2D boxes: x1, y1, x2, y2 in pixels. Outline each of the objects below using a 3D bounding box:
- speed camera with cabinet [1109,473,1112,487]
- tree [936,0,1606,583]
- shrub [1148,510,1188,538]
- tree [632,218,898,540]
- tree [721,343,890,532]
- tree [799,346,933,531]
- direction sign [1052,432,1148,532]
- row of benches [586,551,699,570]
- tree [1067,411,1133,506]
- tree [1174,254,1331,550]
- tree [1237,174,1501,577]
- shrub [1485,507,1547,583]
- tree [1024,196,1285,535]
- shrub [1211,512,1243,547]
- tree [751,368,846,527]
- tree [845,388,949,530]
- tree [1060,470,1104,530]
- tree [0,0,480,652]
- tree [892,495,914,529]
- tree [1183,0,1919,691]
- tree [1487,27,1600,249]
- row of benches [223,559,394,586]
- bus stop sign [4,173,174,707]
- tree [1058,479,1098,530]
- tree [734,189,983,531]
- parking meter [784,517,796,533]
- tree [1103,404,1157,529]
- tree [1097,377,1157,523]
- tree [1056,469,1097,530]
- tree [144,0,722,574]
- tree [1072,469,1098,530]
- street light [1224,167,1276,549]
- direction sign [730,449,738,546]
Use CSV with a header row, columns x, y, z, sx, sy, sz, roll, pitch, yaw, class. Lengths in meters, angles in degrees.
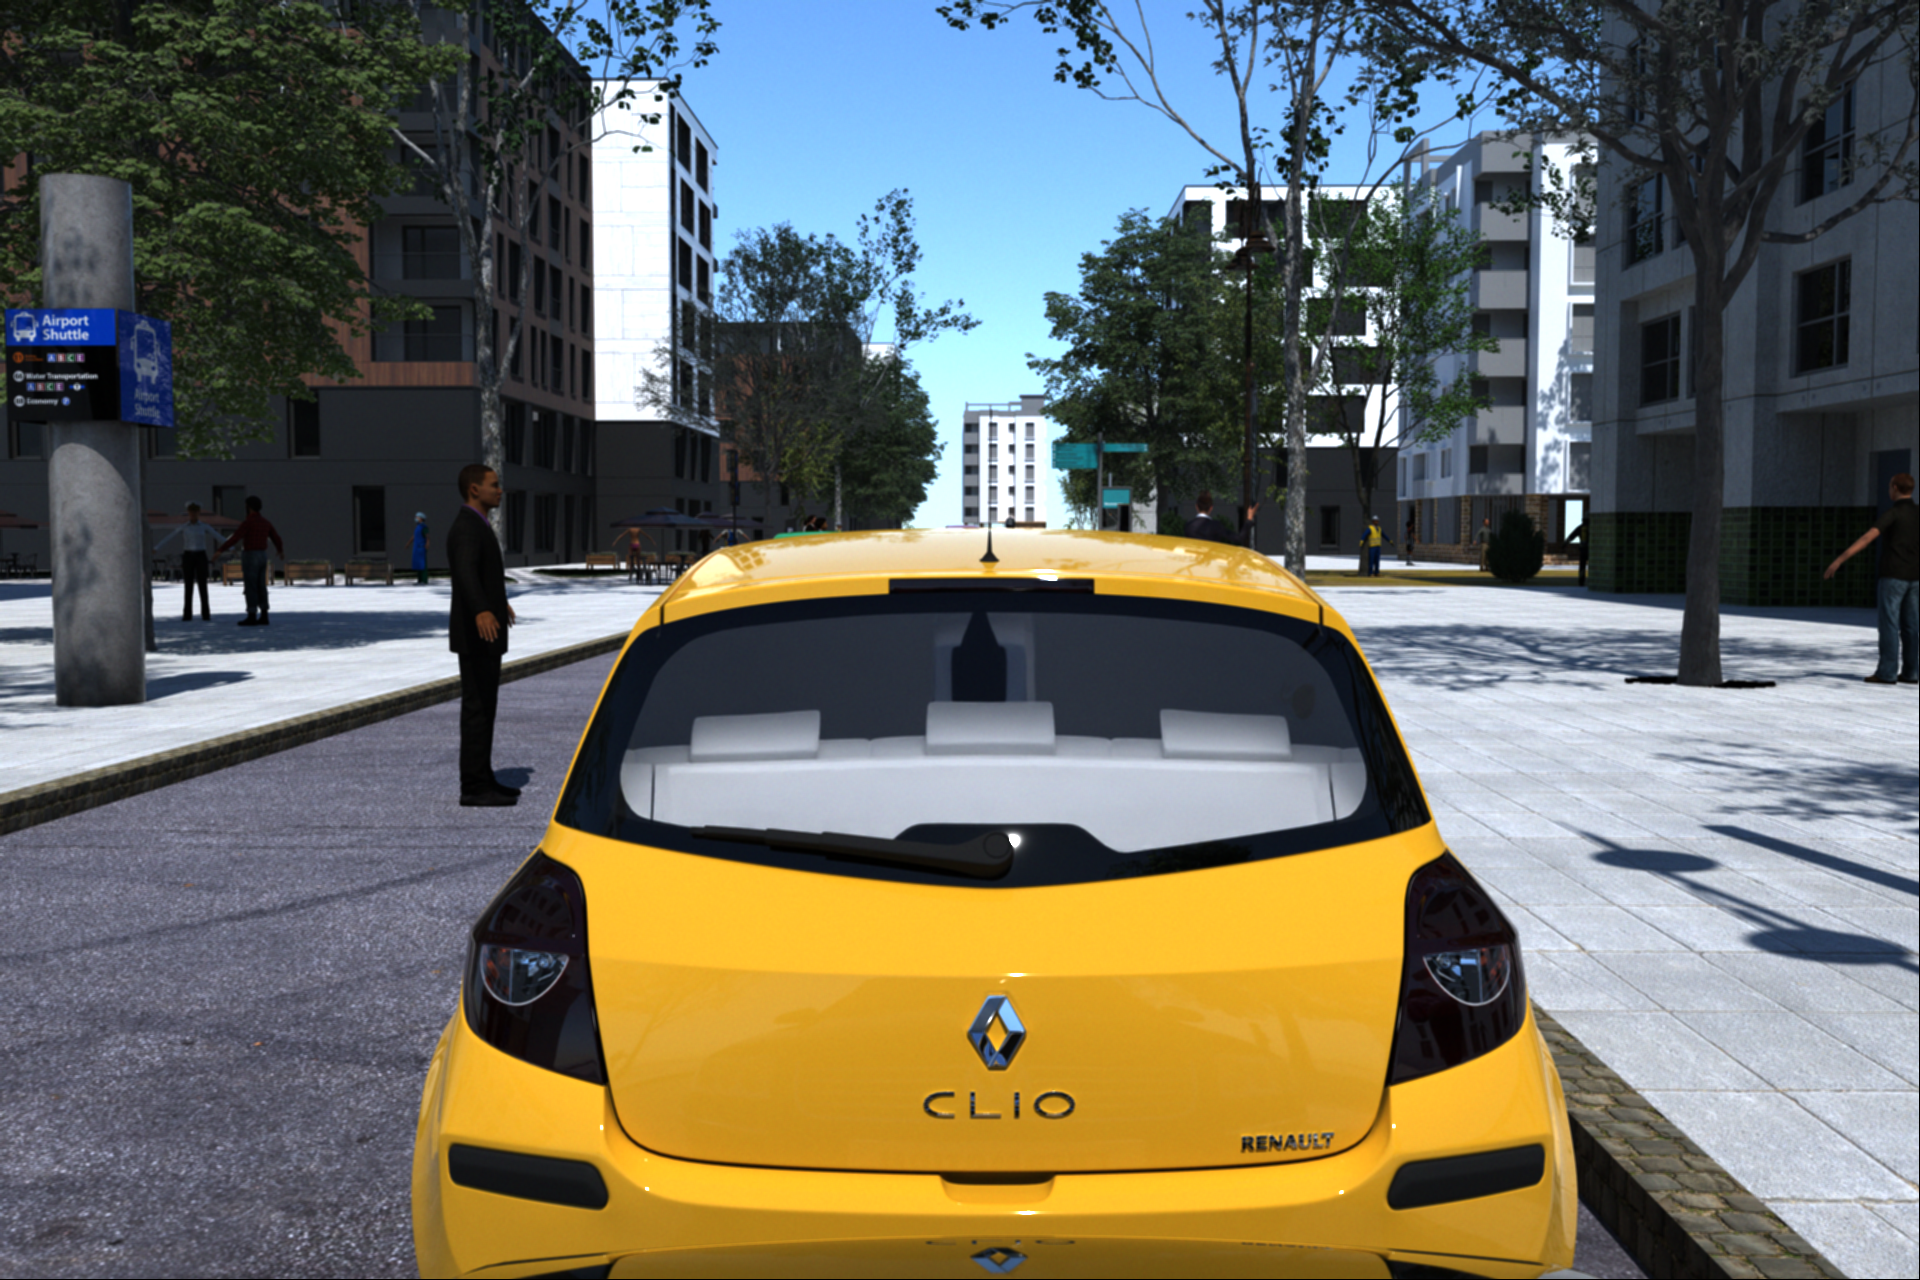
x,y,z,sx,sy,sz,roll,pitch,yaw,class
5.016,-3.733,55.371,0.660,3.252,2.038,0,4,2,speed camera with cabinet
5.651,-10.806,32.571,12.611,20.169,13.585,0,3,0,tree
6.209,-2.841,50.862,1.690,2.028,1.600,0,3,0,shrub
-7.540,-9.637,67.941,12.009,13.543,11.850,0,3,0,tree
-7.559,-9.156,84.110,8.767,10.594,7.601,0,4,0,tree
-6.483,-12.903,117.621,9.857,13.997,8.962,0,3,0,tree
3.684,-3.439,44.998,2.525,3.948,1.411,0,4,-1,direction sign
-11.261,-2.843,61.947,4.104,0.672,1.422,0,4,4,row of benches
8.360,-8.958,96.825,4.737,8.622,4.395,0,3,0,tree
7.620,-5.792,45.068,4.737,8.622,4.395,0,3,0,tree
12.053,-7.692,51.520,9.928,11.665,9.643,0,3,0,tree
14.672,-2.530,45.782,1.690,2.028,1.600,0,3,0,shrub
7.577,-9.716,65.516,9.857,13.997,8.962,0,3,0,tree
8.747,-3.286,58.152,1.690,2.028,1.600,0,3,0,shrub
-7.206,-7.717,76.529,4.737,8.622,4.395,0,3,0,tree
-5.693,-14.262,139.840,9.857,13.997,8.962,0,3,0,tree
9.241,-10.984,129.949,4.737,8.622,4.395,0,3,0,tree
-9.249,-6.170,19.012,7.486,12.596,7.792,0,3,0,tree
-5.486,-12.149,149.001,4.737,8.622,4.395,0,3,0,tree
6.281,-6.348,14.163,12.009,13.543,11.850,0,3,0,tree
25.562,-12.605,61.984,12.611,20.169,13.585,0,3,0,tree
-16.328,-1.698,43.222,4.104,0.672,1.422,-1,4,-9,row of benches
-6.518,-1.469,13.033,0.837,3.901,0.837,0,4,1,bus stop sign
18.409,-19.987,237.163,12.009,13.543,11.850,0,3,0,tree
-5.543,-14.598,94.565,12.611,20.169,13.585,0,3,0,tree
-5.957,-3.372,60.839,0.399,1.863,0.255,0,4,3,parking meter
8.118,-8.444,88.420,4.360,8.622,3.978,0,3,0,tree
8.003,-8.066,82.236,4.737,8.622,4.395,0,3,0,tree
9.713,-11.679,141.315,4.360,8.622,3.978,0,3,0,tree
-9.978,-10.765,31.904,12.611,20.169,13.585,0,3,0,tree
8.562,-9.671,108.489,4.737,8.622,4.395,0,3,0,tree
3.714,-3.031,22.348,0.468,5.910,1.993,0,4,2,street light
-6.052,-3.333,46.493,0.379,3.537,0.876,0,4,3,direction sign
